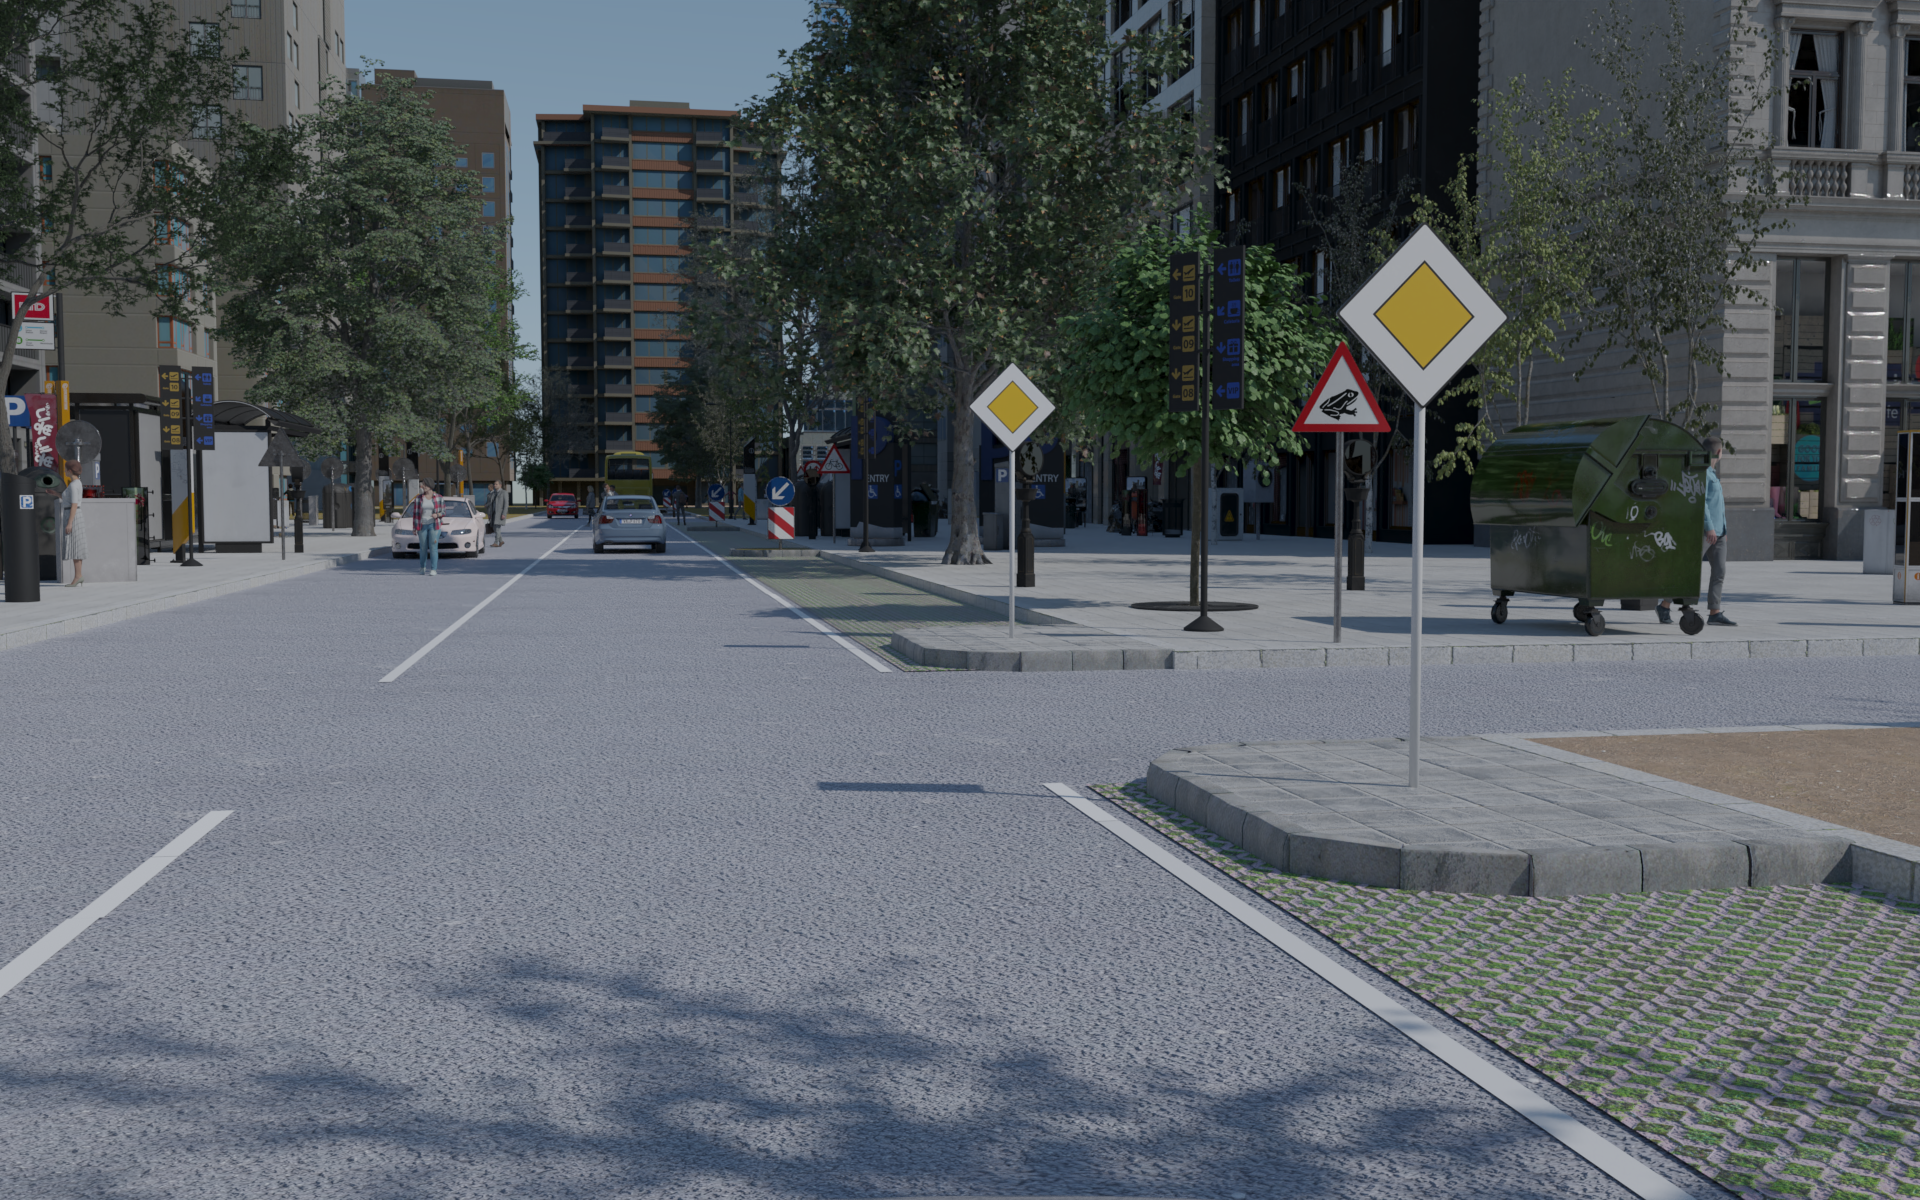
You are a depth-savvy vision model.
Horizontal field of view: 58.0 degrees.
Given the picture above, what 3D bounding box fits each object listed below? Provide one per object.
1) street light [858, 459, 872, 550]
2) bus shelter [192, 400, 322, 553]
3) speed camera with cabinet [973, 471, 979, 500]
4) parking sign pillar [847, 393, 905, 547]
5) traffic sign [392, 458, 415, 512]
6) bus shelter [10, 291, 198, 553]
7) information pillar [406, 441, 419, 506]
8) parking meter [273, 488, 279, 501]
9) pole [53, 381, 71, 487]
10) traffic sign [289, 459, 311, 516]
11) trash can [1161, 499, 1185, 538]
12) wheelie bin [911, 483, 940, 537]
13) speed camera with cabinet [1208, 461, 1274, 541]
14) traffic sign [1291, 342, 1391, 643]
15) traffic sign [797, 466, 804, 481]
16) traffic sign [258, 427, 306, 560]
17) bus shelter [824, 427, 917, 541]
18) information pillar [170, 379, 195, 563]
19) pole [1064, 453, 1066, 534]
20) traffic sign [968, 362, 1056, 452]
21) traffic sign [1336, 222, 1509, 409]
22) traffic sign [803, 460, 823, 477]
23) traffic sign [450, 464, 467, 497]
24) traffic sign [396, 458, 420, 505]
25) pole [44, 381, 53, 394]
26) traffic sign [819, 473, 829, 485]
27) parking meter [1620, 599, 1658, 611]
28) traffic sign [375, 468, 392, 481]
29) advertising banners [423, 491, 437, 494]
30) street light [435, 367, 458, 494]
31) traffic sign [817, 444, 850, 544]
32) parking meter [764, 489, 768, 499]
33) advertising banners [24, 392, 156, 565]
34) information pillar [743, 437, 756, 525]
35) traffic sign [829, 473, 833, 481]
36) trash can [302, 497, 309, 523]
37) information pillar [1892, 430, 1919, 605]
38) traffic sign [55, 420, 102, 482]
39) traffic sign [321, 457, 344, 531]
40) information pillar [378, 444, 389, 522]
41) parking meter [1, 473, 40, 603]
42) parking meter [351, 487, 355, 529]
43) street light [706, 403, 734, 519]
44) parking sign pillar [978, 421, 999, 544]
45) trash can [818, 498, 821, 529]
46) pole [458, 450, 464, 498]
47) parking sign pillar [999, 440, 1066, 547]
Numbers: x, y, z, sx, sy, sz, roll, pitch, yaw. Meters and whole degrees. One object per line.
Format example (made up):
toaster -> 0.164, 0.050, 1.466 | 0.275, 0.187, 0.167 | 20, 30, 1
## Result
street light -> -2.700, -4.098, 39.543 | 1.470, 5.913, 1.316 | -1, 4, -11
bus shelter -> -16.218, -2.816, 39.970 | 2.014, 3.302, 5.546 | -1, 4, -11
speed camera with cabinet -> 1.069, -4.534, 68.461 | 2.038, 3.252, 0.660 | 3, 5, 41
parking sign pillar -> -2.078, -3.329, 42.895 | 1.447, 3.967, 1.447 | 2, 4, 31
traffic sign -> -19.575, -3.722, 60.955 | 0.768, 2.556, 0.104 | 0, 4, -7
bus shelter -> -18.217, -3.646, 37.240 | 2.179, 5.291, 8.768 | -1, 4, -11
information pillar -> -23.007, -4.980, 72.784 | 0.504, 3.616, 0.183 | 0, 3, 0
parking meter -> -26.888, -3.640, 67.933 | 0.372, 1.533, 0.369 | 0, 3, 0
pole -> -16.167, -2.290, 31.288 | 0.158, 3.312, 0.155 | 0, 3, 0
traffic sign -> -23.847, -3.824, 62.628 | 0.768, 2.556, 0.104 | 0, 4, -4
trash can -> 6.280, -2.414, 51.128 | 0.748, 1.137, 0.748 | 0, 3, 0
wheelie bin -> -1.085, -2.668, 51.526 | 0.693, 1.594, 0.980 | 1, 4, 18
speed camera with cabinet -> 7.711, -3.270, 47.807 | 2.038, 3.252, 0.660 | -2, 4, -30
traffic sign -> 3.255, -0.910, 14.876 | 0.884, 2.594, 0.081 | -1, 4, -9
traffic sign -> -7.213, -4.805, 78.573 | 0.884, 2.594, 0.081 | -1, 4, -10
traffic sign -> -13.158, -2.056, 33.619 | 0.884, 2.594, 0.081 | 0, 4, -7
bus shelter -> -2.531, -3.375, 49.111 | 2.014, 3.302, 5.546 | -1, 4, -11
information pillar -> -14.435, -2.493, 32.107 | 0.504, 3.616, 0.183 | 2, 4, 23
pole -> 3.259, -3.742, 55.019 | 0.158, 3.312, 0.155 | 0, 3, 0
traffic sign -> 0.484, -0.804, 15.334 | 0.795, 2.593, 0.064 | -1, 4, -11
traffic sign -> 2.011, -0.324, 7.496 | 0.795, 2.593, 0.064 | -1, 4, -11
traffic sign -> -5.468, -3.949, 64.669 | 0.768, 2.556, 0.104 | 0, 4, -3
traffic sign -> -21.415, -4.513, 73.893 | 0.768, 2.556, 0.104 | 0, 4, -7
traffic sign -> -20.155, -3.869, 63.262 | 0.884, 2.594, 0.081 | -1, 4, -9
pole -> -16.416, -2.293, 31.329 | 0.158, 3.312, 0.155 | 0, 3, 0
traffic sign -> -6.830, -5.297, 86.707 | 0.768, 2.556, 0.104 | 0, 4, -6
parking meter -> 7.513, -0.820, 19.115 | 0.399, 1.863, 0.255 | -2, 4, -33
traffic sign -> -26.772, -4.917, 80.498 | 0.768, 2.556, 0.104 | 0, 4, -8
advertising banners -> -25.012, -5.172, 80.757 | 0.090, 3.025, 2.074 | 2, 4, 23
street light -> -18.330, -5.507, 62.576 | 1.470, 5.913, 1.316 | -1, 4, -11
traffic sign -> -3.259, -2.743, 44.850 | 0.884, 2.594, 0.081 | 0, 4, -7
parking meter -> -9.900, -4.926, 88.948 | 0.372, 1.533, 0.369 | 0, 3, 0
advertising banners -> -15.351, -2.105, 30.598 | 2.074, 3.025, 0.090 | -3, 5, -43
information pillar -> -8.684, -4.902, 71.495 | 0.504, 3.616, 0.183 | -1, 4, -22
traffic sign -> -5.045, -4.195, 70.715 | 0.606, 2.300, 0.079 | 0, 4, -5
trash can -> -28.951, -3.987, 76.846 | 0.748, 1.137, 0.748 | 0, 3, 0
information pillar -> 11.027, -0.949, 20.016 | 0.304, 2.012, 0.304 | 0, 4, 3
traffic sign -> -15.207, -1.822, 29.895 | 0.768, 2.556, 0.104 | 0, 4, -4
traffic sign -> -21.571, -3.635, 59.539 | 0.768, 2.556, 0.104 | 0, 4, -6
information pillar -> -26.629, -5.425, 80.048 | 0.504, 3.616, 0.183 | 1, 4, 9
parking meter -> -11.167, -0.745, 20.590 | 0.372, 1.533, 0.369 | 0, 3, 0
parking meter -> -21.847, -3.324, 62.765 | 0.372, 1.533, 0.369 | 0, 3, 0
street light -> -12.247, -7.089, 88.445 | 1.470, 5.913, 1.316 | -1, 4, -11
parking sign pillar -> 1.164, -3.417, 44.341 | 1.447, 3.967, 1.447 | 1, 4, 22
trash can -> -4.699, -3.019, 61.014 | 0.748, 1.137, 0.748 | 0, 3, 0
pole -> -23.141, -5.290, 80.335 | 0.158, 3.312, 0.155 | 0, 3, 0
parking sign pillar -> 1.869, -3.297, 42.382 | 1.447, 3.967, 1.447 | -1, 4, -10
